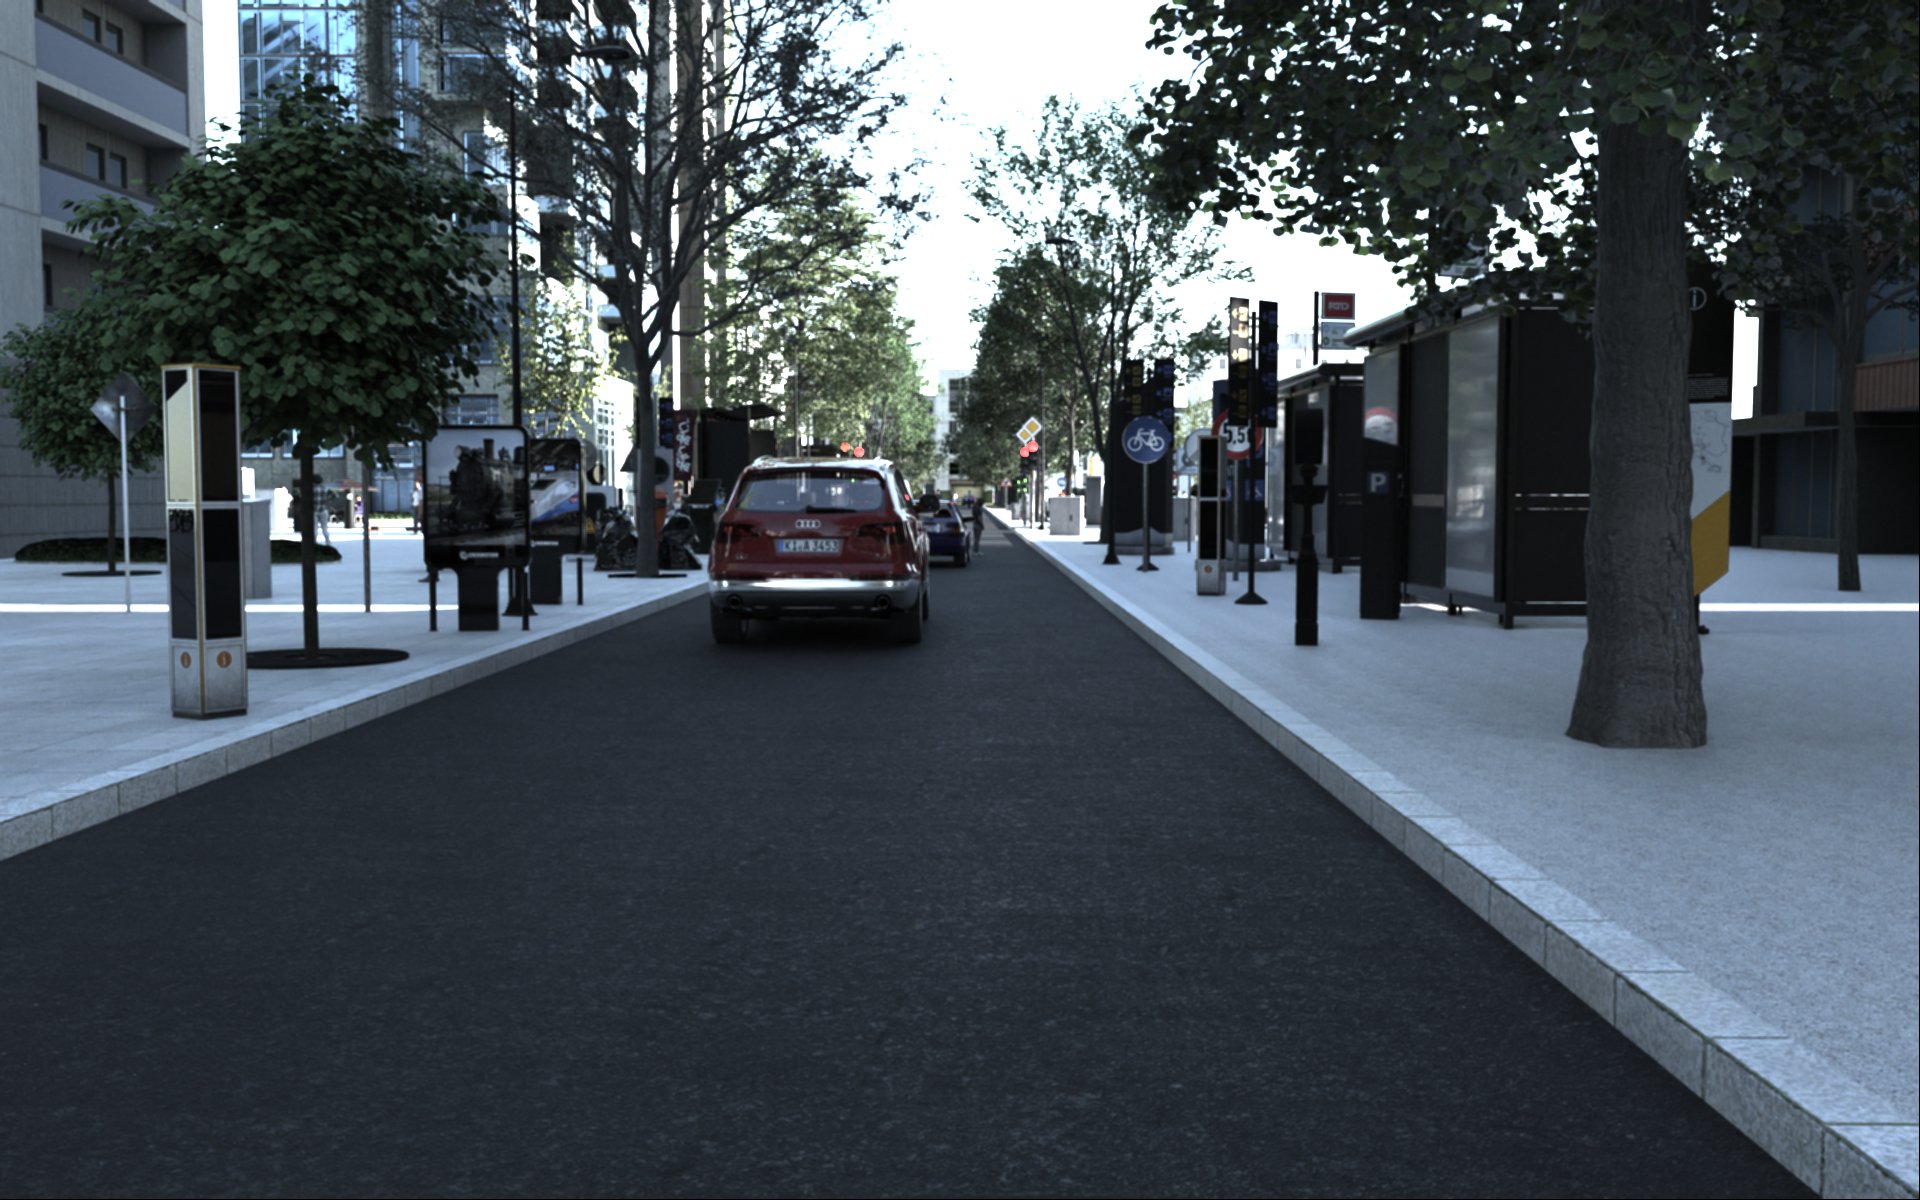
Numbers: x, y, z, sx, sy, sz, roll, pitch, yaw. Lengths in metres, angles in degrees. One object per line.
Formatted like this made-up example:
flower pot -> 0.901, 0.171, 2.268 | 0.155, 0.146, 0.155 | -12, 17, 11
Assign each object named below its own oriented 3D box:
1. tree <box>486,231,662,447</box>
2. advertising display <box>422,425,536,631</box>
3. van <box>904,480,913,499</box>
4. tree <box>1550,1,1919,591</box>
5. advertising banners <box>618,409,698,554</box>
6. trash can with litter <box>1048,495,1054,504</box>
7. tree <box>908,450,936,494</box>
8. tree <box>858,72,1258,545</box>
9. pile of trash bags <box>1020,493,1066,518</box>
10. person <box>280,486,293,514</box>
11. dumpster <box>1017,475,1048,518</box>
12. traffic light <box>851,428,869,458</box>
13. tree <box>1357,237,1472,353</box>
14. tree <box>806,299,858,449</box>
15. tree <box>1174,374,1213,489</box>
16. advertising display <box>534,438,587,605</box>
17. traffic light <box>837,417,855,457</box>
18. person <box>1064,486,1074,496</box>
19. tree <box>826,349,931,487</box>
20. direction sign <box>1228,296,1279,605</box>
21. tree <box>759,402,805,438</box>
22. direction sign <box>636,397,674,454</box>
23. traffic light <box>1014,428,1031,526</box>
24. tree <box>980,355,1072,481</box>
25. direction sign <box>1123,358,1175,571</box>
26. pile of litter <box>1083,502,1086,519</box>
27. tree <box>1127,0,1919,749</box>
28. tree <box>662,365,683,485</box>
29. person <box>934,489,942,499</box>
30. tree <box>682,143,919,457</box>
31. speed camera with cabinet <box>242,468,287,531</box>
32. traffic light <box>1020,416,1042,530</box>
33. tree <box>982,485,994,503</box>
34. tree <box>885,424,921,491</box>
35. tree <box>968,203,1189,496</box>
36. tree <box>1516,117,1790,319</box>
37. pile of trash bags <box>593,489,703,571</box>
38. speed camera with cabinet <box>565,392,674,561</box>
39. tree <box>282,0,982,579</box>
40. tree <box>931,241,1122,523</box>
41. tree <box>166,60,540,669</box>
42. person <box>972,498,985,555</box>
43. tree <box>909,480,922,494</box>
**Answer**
tree -> -11.160, -5.950, 47.643 | 4.737, 8.622, 4.395 | 0, 3, 0
advertising display -> -4.516, -0.673, 16.215 | 0.974, 1.923, 0.123 | 0, 4, -5
van -> -2.073, -2.566, 48.960 | 2.013, 2.044, 4.112 | 0, 4, -1
tree -> 11.471, -5.402, 22.729 | 7.601, 10.594, 8.767 | 0, 4, 4
advertising banners -> -6.423, -2.410, 35.597 | 2.074, 3.025, 0.090 | -1, 4, -11
trash can with litter -> 6.041, -5.862, 106.896 | 2.233, 1.210, 1.678 | 1, 4, 10
tree -> -4.776, -16.424, 218.890 | 4.737, 8.622, 4.395 | 0, 3, 0
tree -> 3.688, -7.239, 44.115 | 9.928, 11.665, 9.643 | 0, 3, 0
pile of trash bags -> 4.922, -5.415, 98.290 | 1.912, 1.369, 3.447 | 3, 5, 40
person -> -26.700, -3.610, 68.250 | 0.841, 1.734, 0.376 | -2, 4, -32
dumpster -> 3.682, -5.212, 87.714 | 1.502, 2.255, 1.985 | 0, 4, 0
traffic light -> -4.059, -4.985, 70.421 | 0.839, 4.253, 0.868 | 0, 4, 0
tree -> 13.220, -5.984, 48.196 | 4.360, 8.622, 3.978 | 0, 3, 0
tree -> -4.539, -9.998, 89.218 | 9.928, 11.665, 9.643 | 0, 3, 0
tree -> 14.298, -9.492, 105.558 | 4.737, 8.622, 4.395 | 0, 3, 0
advertising display -> -4.816, -0.909, 20.082 | 0.974, 1.923, 0.123 | 1, 4, 10
traffic light -> -4.093, -4.496, 62.436 | 0.839, 4.253, 0.868 | 0, 4, 0
person -> 4.208, -3.527, 66.888 | 0.376, 1.734, 0.841 | 3, 4, 39
tree -> -5.448, -12.576, 122.623 | 9.611, 12.733, 9.660 | 0, 3, 0
direction sign -> 3.408, -1.723, 20.171 | 0.876, 3.537, 0.379 | -3, 5, -42
tree -> -13.285, -10.809, 127.091 | 4.737, 8.622, 4.395 | 0, 3, 0
direction sign -> -7.145, -2.975, 40.641 | 0.876, 3.537, 0.379 | -1, 4, -21
traffic light -> 2.622, -4.984, 70.409 | 0.839, 4.253, 0.868 | 0, 4, 0
tree -> 4.696, -11.187, 101.031 | 7.486, 12.596, 7.792 | 0, 3, 0
direction sign -> 3.163, -2.268, 29.074 | 0.876, 3.537, 0.379 | 1, 4, 21
pile of litter -> 6.845, -4.702, 90.849 | 1.176, 0.858, 1.719 | -1, 4, -10
tree -> 3.583, -6.229, 8.507 | 9.857, 13.997, 8.962 | 0, 3, 0
tree -> -16.421, -8.701, 92.616 | 4.737, 8.622, 4.395 | 0, 3, 0
person -> -1.282, -5.606, 101.076 | 0.530, 1.710, 0.541 | -3, 5, -43
tree -> -4.962, -8.427, 55.900 | 7.486, 12.596, 7.792 | 0, 3, 0
speed camera with cabinet -> -24.696, -4.069, 60.862 | 2.038, 3.252, 0.660 | 1, 4, 16
traffic light -> 2.588, -4.496, 62.424 | 0.839, 4.253, 0.868 | 0, 4, 0
tree -> 4.098, -15.883, 210.049 | 4.737, 8.622, 4.395 | 0, 3, 0
tree -> -4.882, -11.980, 146.241 | 4.360, 8.622, 3.978 | 0, 3, 0
tree -> 3.726, -7.362, 54.774 | 7.601, 10.594, 8.767 | 0, 4, 5
tree -> 13.094, -5.002, 32.138 | 4.737, 8.622, 4.395 | 0, 3, 0
pile of trash bags -> -5.447, -1.270, 30.512 | 1.912, 1.369, 3.447 | 0, 4, -6
speed camera with cabinet -> -6.546, -2.382, 33.282 | 2.038, 3.252, 0.660 | -1, 4, -8
tree -> -4.762, -7.081, 26.139 | 12.009, 13.543, 11.850 | 0, 3, 0
tree -> 3.696, -9.844, 77.960 | 9.611, 12.733, 9.660 | 0, 3, 0
tree -> -4.927, -1.808, 13.271 | 4.285, 4.588, 4.351 | 0, 3, 0
person -> 0.426, -1.725, 40.611 | 0.340, 1.345, 0.435 | -3, 5, -45
tree -> -4.983, -12.023, 191.169 | 1.663, 3.219, 1.824 | 0, 3, 0
